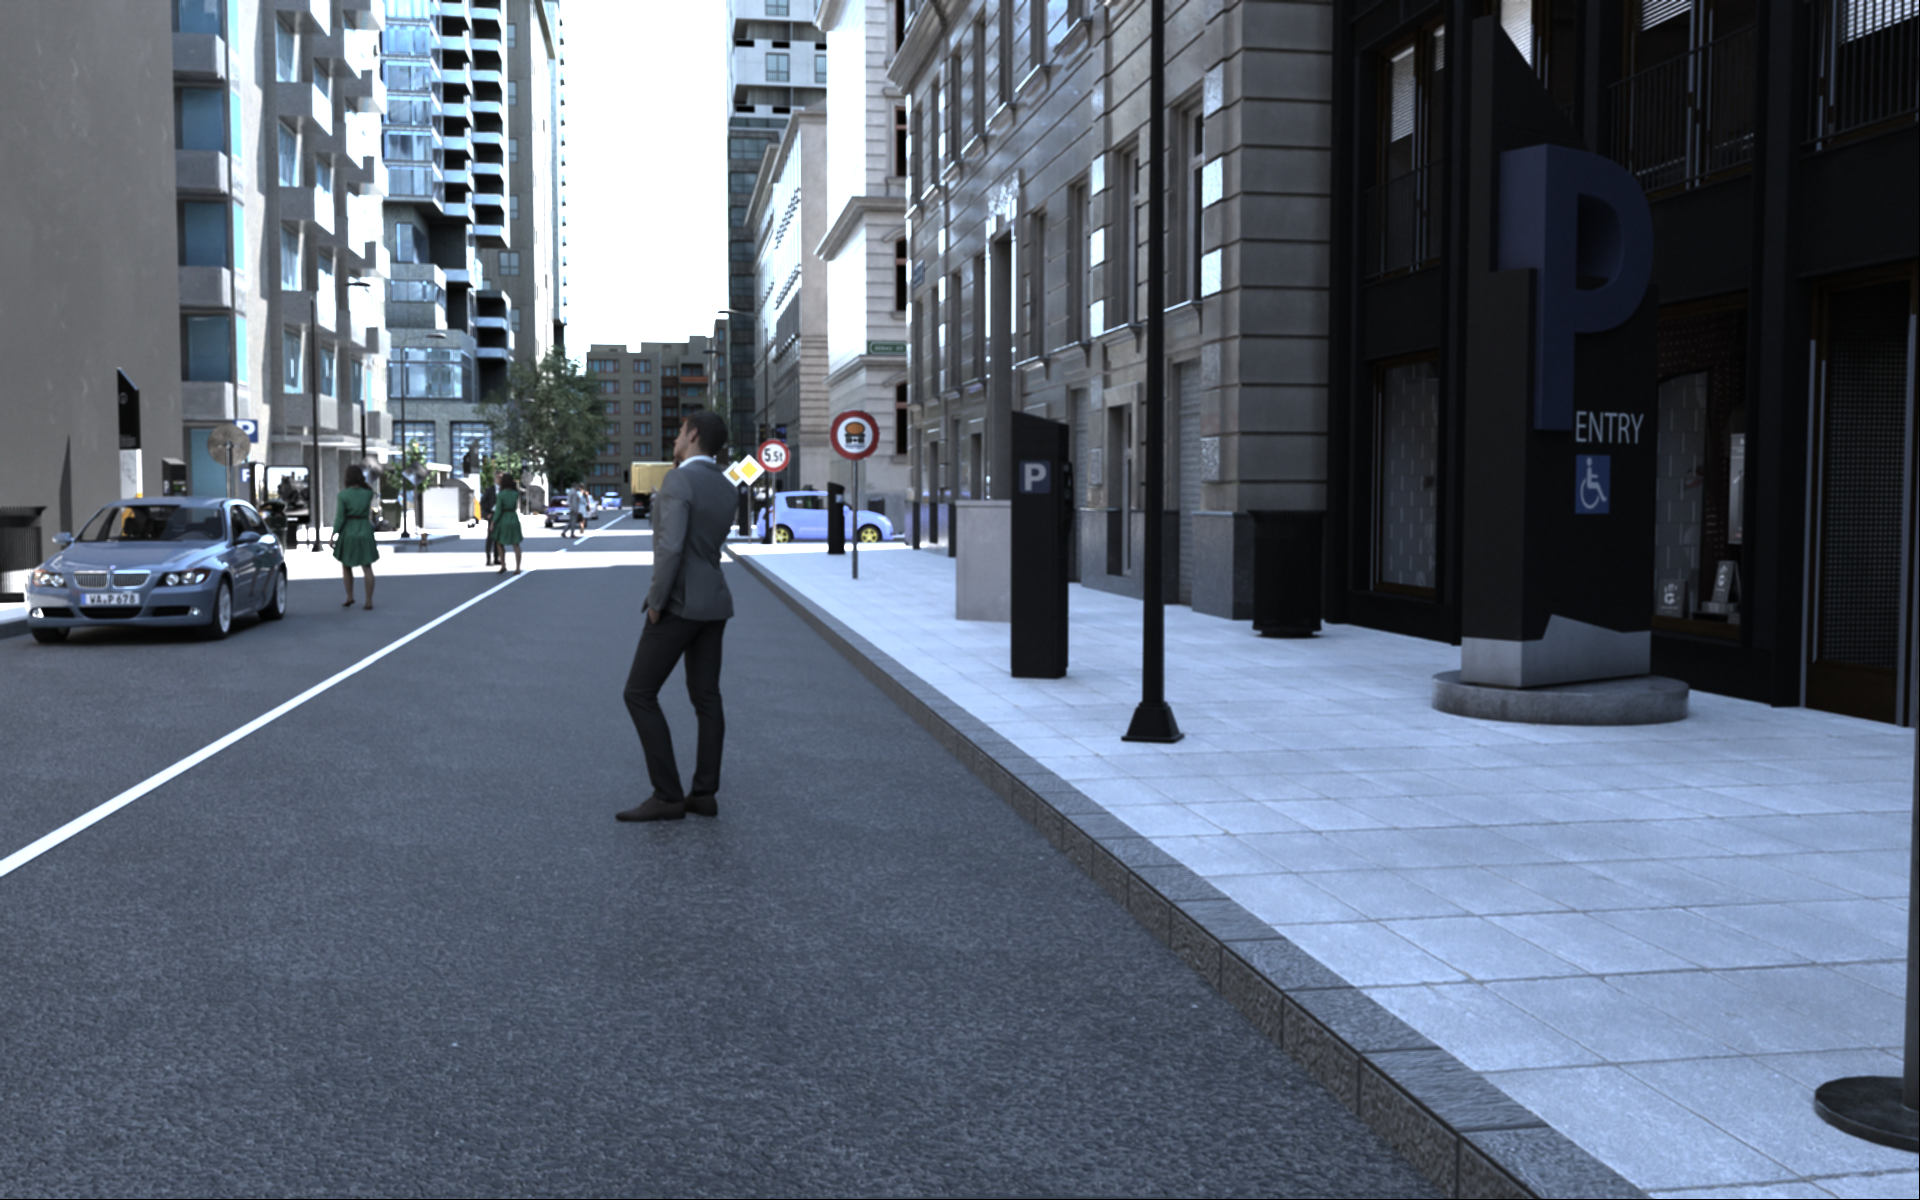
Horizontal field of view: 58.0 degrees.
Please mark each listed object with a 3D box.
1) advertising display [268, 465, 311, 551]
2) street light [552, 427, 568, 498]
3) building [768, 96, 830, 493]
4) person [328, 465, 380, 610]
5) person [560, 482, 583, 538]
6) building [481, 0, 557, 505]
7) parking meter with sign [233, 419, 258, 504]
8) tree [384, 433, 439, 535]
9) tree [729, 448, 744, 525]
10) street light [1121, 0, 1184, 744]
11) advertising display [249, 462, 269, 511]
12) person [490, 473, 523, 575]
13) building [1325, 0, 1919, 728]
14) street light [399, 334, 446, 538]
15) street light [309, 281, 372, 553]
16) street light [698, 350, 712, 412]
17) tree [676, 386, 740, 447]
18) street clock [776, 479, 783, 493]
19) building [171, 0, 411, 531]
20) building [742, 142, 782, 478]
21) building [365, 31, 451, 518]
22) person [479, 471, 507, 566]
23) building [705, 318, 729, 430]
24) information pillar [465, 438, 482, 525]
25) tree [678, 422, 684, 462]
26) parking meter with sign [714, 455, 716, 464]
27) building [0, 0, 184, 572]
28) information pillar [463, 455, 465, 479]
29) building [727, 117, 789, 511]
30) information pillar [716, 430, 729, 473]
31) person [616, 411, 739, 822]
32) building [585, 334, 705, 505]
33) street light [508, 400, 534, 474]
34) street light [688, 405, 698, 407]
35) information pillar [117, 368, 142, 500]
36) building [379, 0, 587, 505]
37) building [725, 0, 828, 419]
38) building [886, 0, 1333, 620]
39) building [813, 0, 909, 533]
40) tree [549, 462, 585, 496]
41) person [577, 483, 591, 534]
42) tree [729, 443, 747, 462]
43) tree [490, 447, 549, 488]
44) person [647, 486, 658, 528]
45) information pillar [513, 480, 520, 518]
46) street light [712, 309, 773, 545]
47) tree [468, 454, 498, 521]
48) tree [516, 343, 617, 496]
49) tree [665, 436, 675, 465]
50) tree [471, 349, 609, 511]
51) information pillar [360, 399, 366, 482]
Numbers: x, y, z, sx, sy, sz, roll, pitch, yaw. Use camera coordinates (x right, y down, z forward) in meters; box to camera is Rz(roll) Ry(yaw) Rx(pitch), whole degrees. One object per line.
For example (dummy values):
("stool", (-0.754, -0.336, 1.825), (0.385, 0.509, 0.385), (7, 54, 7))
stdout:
("advertising display", (-15.260, -2.086, 39.326), (0.974, 1.923, 0.123), (-3, 4, -38))
("street light", (-27.619, -9.001, 119.699), (1.470, 5.913, 1.316), (-1, 4, -10))
("building", (-4.223, -14.609, 88.003), (9.793, 20.994, 18.267), (-1, 4, -10))
("person", (-7.511, -0.782, 21.538), (0.529, 1.795, 0.600), (3, 5, 42))
("person", (-12.603, -2.929, 56.503), (0.853, 1.813, 0.709), (-3, 4, -38))
("building", (-56.106, -36.025, 178.244), (27.495, 52.752, 28.713), (-1, 4, -10))
("parking meter with sign", (-16.376, -2.661, 39.767), (0.543, 3.016, 1.738), (-1, 4, -22))
("tree", (-17.149, -3.678, 54.730), (1.663, 3.219, 1.824), (0, 3, 0))
("tree", (-9.463, -4.785, 72.837), (1.663, 3.219, 1.824), (0, 3, 0))
("street light", (0.476, -2.218, 8.808), (1.470, 5.913, 1.316), (-1, 4, -10))
("advertising display", (-14.260, -1.833, 35.177), (0.123, 1.923, 0.974), (-1, 4, -12))
("person", (-8.001, -1.341, 30.668), (0.529, 1.795, 0.600), (3, 4, 36))
("building", (11.040, -11.019, 9.837), (12.332, 23.373, 15.834), (-1, 4, -10))
("street light", (-15.601, -4.755, 50.289), (1.470, 5.913, 1.316), (-1, 4, -10))
("street light", (-13.538, -3.996, 37.870), (1.470, 5.913, 1.316), (-1, 4, -10))
("street light", (-7.597, -5.102, 55.952), (1.470, 5.913, 1.316), (-1, 4, -10))
("tree", (-16.792, -10.204, 117.190), (4.737, 8.622, 4.395), (0, 3, 0))
("street clock", (-8.927, -4.947, 85.450), (0.358, 2.002, 0.471), (1, 4, 18))
("building", (-34.107, -27.165, 63.762), (23.786, 49.044, 30.456), (-1, 4, -10))
("building", (-5.283, -17.072, 112.413), (16.112, 22.955, 30.059), (-1, 4, -10))
("building", (-46.315, -24.815, 97.614), (32.217, 40.220, 23.993), (-1, 4, -10))
("person", (-9.271, -1.646, 34.773), (0.474, 1.900, 0.648), (3, 5, 40))
("building", (-12.835, -20.894, 186.648), (27.650, 21.520, 28.899), (-1, 4, -10))
("information pillar", (-20.065, -4.910, 71.627), (0.183, 3.616, 0.504), (3, 4, 36))
("tree", (-25.820, -13.264, 167.226), (4.360, 8.622, 3.978), (0, 3, 0))
("parking meter with sign", (-10.747, -4.874, 75.953), (0.543, 3.016, 1.738), (0, 4, -7))
("building", (-24.277, -12.320, 31.116), (15.834, 23.373, 12.332), (-1, 4, -10))
("information pillar", (-25.584, -6.038, 90.075), (0.504, 3.616, 0.183), (0, 4, -8))
("building", (-11.337, -22.341, 136.971), (14.160, 30.474, 14.107), (-1, 4, -10))
("information pillar", (-8.664, -4.398, 63.254), (0.504, 3.616, 0.183), (0, 4, 0))
("person", (-1.246, 0.059, 7.709), (0.473, 1.802, 0.592), (3, 4, 39))
("building", (-33.224, -23.238, 224.976), (28.899, 21.520, 27.650), (-1, 4, -10))
("street light", (-21.645, -6.895, 85.278), (1.470, 5.913, 1.316), (-1, 4, -10))
("street light", (-13.492, -7.211, 90.447), (1.470, 5.913, 1.316), (-1, 4, -10))
("information pillar", (-15.449, -2.501, 32.240), (0.504, 3.616, 0.183), (2, 4, 26))
("building", (-62.442, -55.261, 216.186), (31.000, 86.520, 22.319), (-1, 4, -10))
("building", (-7.315, -34.789, 158.044), (28.713, 52.752, 27.495), (-1, 4, -10))
("building", (6.280, -14.212, 29.631), (12.463, 27.353, 25.104), (-1, 4, -10))
("building", (6.776, -16.880, 63.377), (23.554, 28.519, 14.401), (-1, 4, -10))
("tree", (-33.060, -9.842, 144.628), (4.285, 4.588, 4.351), (0, 3, 0))
("person", (-13.518, -3.272, 62.092), (0.616, 1.811, 0.778), (-2, 4, -26))
("tree", (-13.103, -6.836, 95.480), (4.285, 4.588, 4.351), (0, 3, 0))
("tree", (-31.038, -8.291, 119.266), (4.285, 4.588, 4.351), (0, 3, 0))
("person", (-13.071, -3.999, 74.065), (0.537, 1.800, 0.526), (2, 4, 30))
("information pillar", (-23.693, -5.377, 92.412), (0.304, 2.012, 0.304), (0, 4, 0))
("street light", (-5.428, -4.357, 43.783), (1.470, 5.913, 1.316), (-1, 4, -10))
("tree", (-22.473, -5.378, 82.539), (1.663, 3.219, 1.824), (0, 3, 0))
("tree", (-29.616, -12.978, 130.316), (7.486, 12.596, 7.792), (0, 3, 0))
("tree", (-31.104, -14.972, 195.158), (4.737, 8.622, 4.395), (0, 3, 0))
("tree", (-26.843, -10.823, 111.361), (8.767, 10.594, 7.601), (-2, 4, -25))
("information pillar", (-14.717, -3.144, 42.753), (0.183, 3.616, 0.504), (-1, 4, -22))
